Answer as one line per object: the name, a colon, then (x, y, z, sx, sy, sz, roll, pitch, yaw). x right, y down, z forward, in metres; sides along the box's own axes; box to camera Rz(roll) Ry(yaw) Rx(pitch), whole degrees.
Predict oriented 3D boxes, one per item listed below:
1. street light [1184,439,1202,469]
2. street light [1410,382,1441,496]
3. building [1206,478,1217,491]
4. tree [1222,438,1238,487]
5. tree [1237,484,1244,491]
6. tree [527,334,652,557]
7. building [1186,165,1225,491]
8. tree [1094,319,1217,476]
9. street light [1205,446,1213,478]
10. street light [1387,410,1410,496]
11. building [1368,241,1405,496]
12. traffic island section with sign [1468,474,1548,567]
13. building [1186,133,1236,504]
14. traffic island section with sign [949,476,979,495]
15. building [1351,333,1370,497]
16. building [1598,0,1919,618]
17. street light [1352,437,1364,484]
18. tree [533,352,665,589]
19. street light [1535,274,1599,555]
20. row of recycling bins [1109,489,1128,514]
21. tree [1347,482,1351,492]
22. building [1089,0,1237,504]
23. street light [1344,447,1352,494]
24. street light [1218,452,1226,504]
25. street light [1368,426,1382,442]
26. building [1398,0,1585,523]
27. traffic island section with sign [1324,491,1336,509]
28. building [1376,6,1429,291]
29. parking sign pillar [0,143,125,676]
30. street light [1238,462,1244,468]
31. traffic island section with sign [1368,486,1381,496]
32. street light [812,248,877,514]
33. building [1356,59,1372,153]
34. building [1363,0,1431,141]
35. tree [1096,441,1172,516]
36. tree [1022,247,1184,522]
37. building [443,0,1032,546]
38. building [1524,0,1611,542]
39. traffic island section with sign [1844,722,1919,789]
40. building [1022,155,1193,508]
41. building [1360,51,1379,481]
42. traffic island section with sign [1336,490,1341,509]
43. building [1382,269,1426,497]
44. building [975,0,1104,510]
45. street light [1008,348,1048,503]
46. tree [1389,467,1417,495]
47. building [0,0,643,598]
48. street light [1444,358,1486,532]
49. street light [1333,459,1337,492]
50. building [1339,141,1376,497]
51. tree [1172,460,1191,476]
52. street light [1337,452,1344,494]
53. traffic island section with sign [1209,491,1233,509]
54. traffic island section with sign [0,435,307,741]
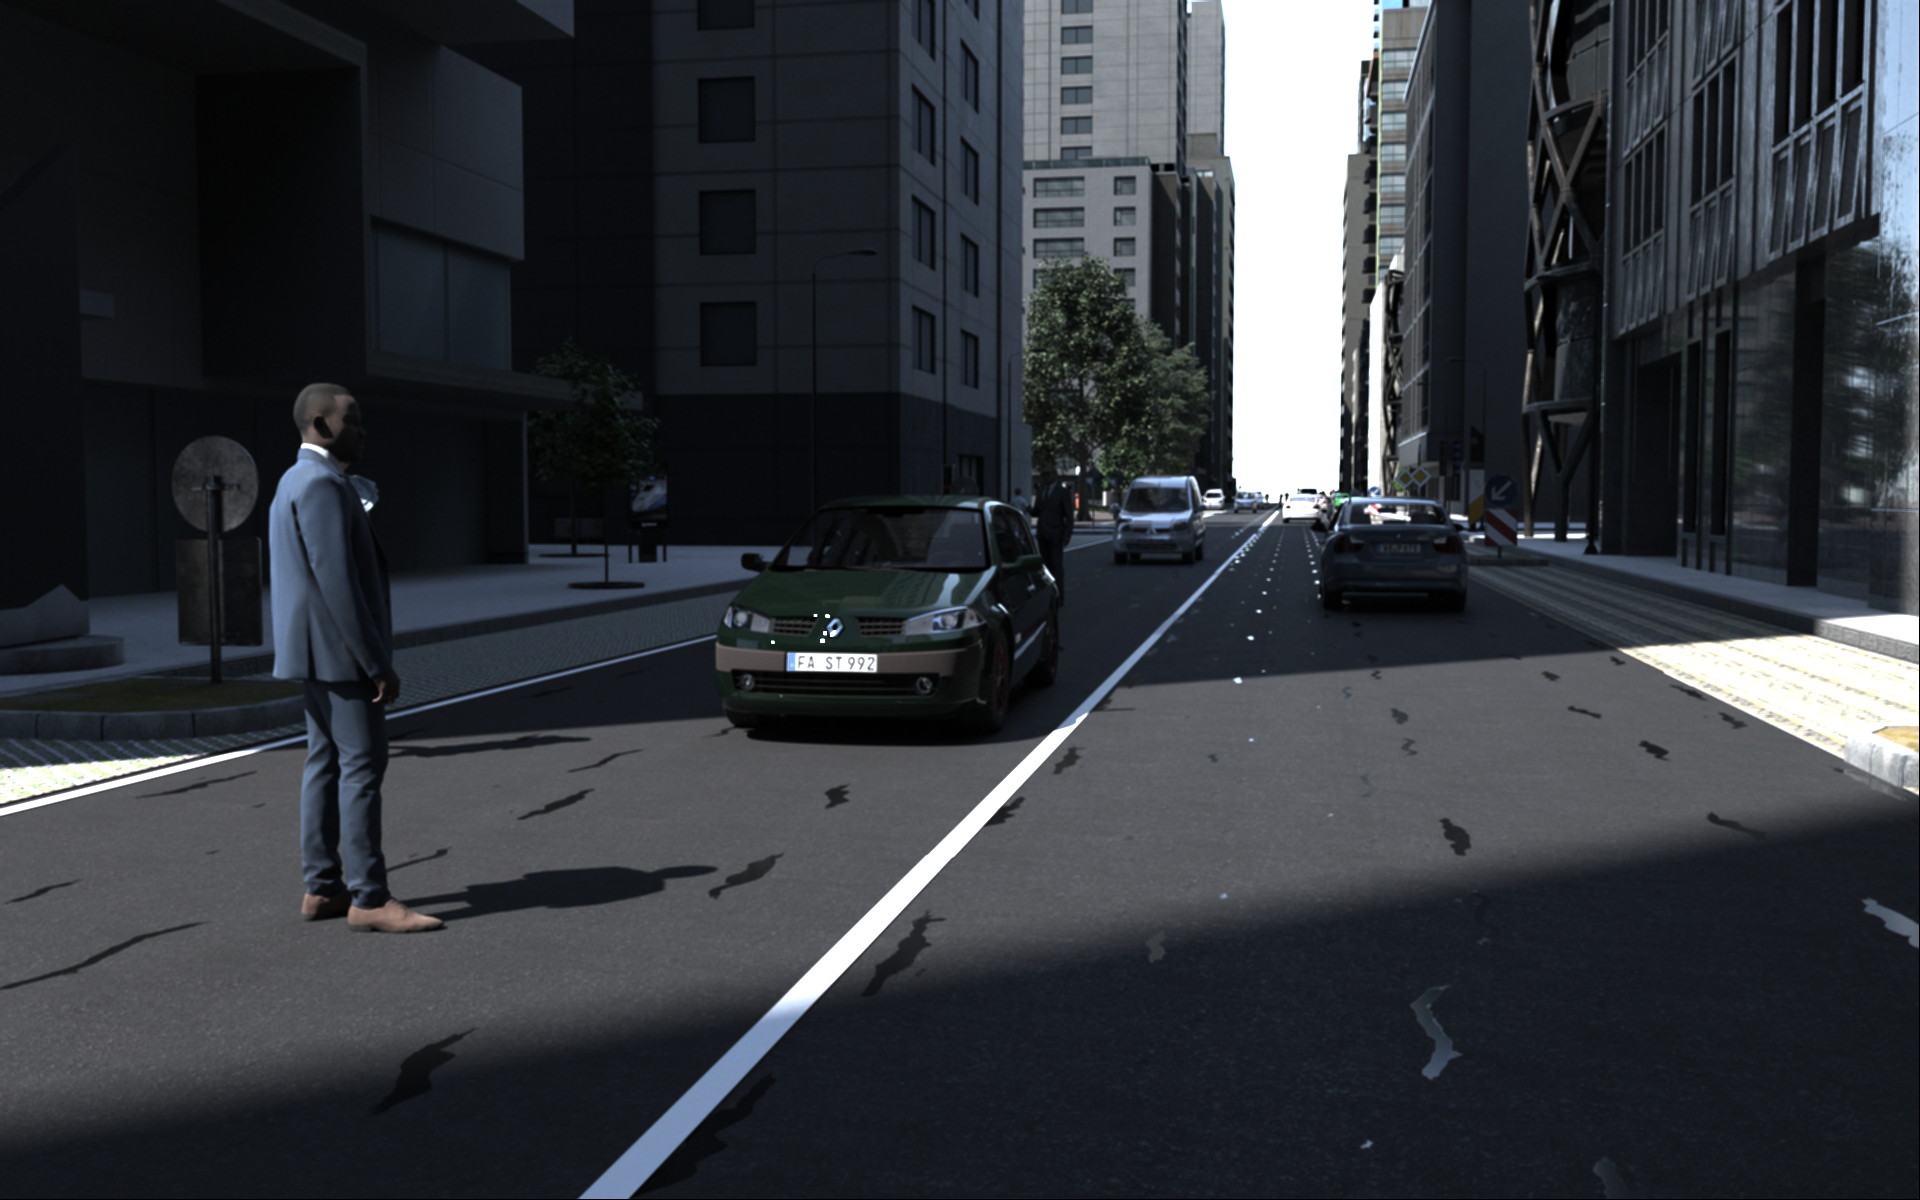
street light: (19.384, -10.554, 145.095, 1.470, 5.913, 1.316, 1, 4, 11)
street light: (19.636, -6.081, 71.965, 1.470, 5.913, 1.316, 1, 4, 11)
building: (12.311, -30.643, 192.900, 32.217, 40.220, 23.993, 1, 4, 11)
tree: (32.963, -16.458, 219.455, 4.360, 8.622, 3.978, 0, 3, 0)
tree: (48.519, -18.712, 300.537, 1.663, 3.219, 1.824, 0, 3, 0)
tree: (-7.889, -3.176, 35.647, 4.285, 4.588, 4.351, 0, 3, 0)
building: (24.622, -32.214, 210.285, 14.154, 41.232, 14.086, 1, 4, 11)
tree: (13.970, -13.353, 124.982, 9.857, 13.997, 8.962, 0, 3, 0)
street light: (23.905, -11.968, 168.209, 1.470, 5.913, 1.316, 1, 4, 11)
street light: (24.327, -7.529, 95.642, 1.470, 5.913, 1.316, 1, 4, 11)
building: (36.711, -16.906, 131.160, 10.420, 20.320, 16.860, 1, 4, 11)
traffic island section with sign: (10.765, -1.620, 35.119, 1.989, 1.847, 2.006, 1, 4, 11)
building: (26.477, -37.539, 237.463, 21.300, 48.544, 21.600, 1, 4, 11)
traffic island section with sign: (0.046, -1.762, 37.433, 1.989, 1.847, 2.006, 1, 4, 11)
building: (59.343, -21.549, 197.362, 27.650, 21.520, 28.899, 1, 4, 11)
building: (17.592, -12.672, 25.211, 12.078, 24.808, 19.932, 1, 4, 11)
street light: (34.395, -10.703, 147.538, 1.470, 5.913, 1.316, 1, 4, 11)
tree: (-4.788, -1.775, 23.619, 1.663, 3.219, 1.824, 0, 3, 0)
street light: (12.863, -3.923, 36.683, 1.470, 5.913, 1.316, 1, 4, 11)
row of recycling bins: (11.343, -6.430, 112.238, 3.534, 1.692, 1.069, 2, 4, 26)
tree: (50.939, -14.008, 223.631, 1.663, 3.219, 1.824, 0, 3, 0)
building: (31.026, -50.133, 257.928, 20.563, 71.187, 20.611, 1, 4, 11)
street light: (38.758, -12.077, 170.004, 1.470, 5.913, 1.316, 1, 4, 11)
street light: (28.239, -13.342, 190.680, 1.470, 5.913, 1.316, 1, 4, 11)
street light: (28.667, -8.905, 118.132, 1.470, 5.913, 1.316, 1, 4, 11)
building: (30.570, -18.046, 88.563, 14.314, 27.812, 24.014, 1, 4, 11)
traffic island section with sign: (41.128, -11.225, 192.159, 1.989, 1.847, 2.006, 1, 4, 11)
building: (42.867, -28.449, 148.741, 14.154, 41.232, 14.086, 1, 4, 11)
parking sign pillar: (-7.019, -1.487, 12.779, 1.447, 3.967, 1.447, 0, 4, 2)
street light: (43.922, -18.289, 271.557, 1.470, 5.913, 1.316, 1, 4, 11)
traffic island section with sign: (21.376, -4.973, 89.931, 1.989, 1.847, 2.006, 1, 4, 11)
street light: (-2.254, -3.698, 33.007, 1.470, 5.913, 1.316, 1, 4, 11)
building: (73.054, -51.684, 283.278, 20.563, 71.187, 20.611, 1, 4, 11)
building: (68.944, -57.780, 257.369, 22.319, 86.520, 31.000, 1, 4, 11)
tree: (9.710, -7.346, 103.818, 4.285, 4.588, 4.351, 0, 3, 0)
tree: (5.671, -10.022, 80.862, 9.611, 12.733, 9.660, 0, 3, 0)
building: (-9.492, -37.521, 51.715, 20.611, 71.187, 20.563, 1, 4, 11)
building: (24.534, -11.068, 48.421, 16.820, 18.784, 16.811, 1, 4, 11)
traffic island section with sign: (5.647, -0.001, 8.652, 1.989, 1.847, 2.006, 1, 4, 11)
building: (12.872, -23.244, 151.742, 14.160, 30.474, 14.107, 1, 4, 11)
building: (50.778, -31.457, 168.941, 22.147, 44.769, 28.867, 1, 4, 11)
traffic island section with sign: (26.479, -6.592, 116.401, 1.989, 1.847, 2.006, 1, 4, 11)
building: (36.502, -15.088, 114.133, 16.820, 18.784, 16.811, 1, 4, 11)
building: (13.674, -44.646, 168.208, 20.563, 71.187, 20.611, 1, 4, 11)
street light: (2.112, -5.072, 55.472, 1.470, 5.913, 1.316, 1, 4, 11)
tree: (27.052, -6.791, 105.638, 1.663, 3.219, 1.824, 0, 3, 0)
building: (-21.418, -26.280, 18.912, 28.713, 52.752, 27.495, 1, 4, 11)
street light: (17.315, -5.296, 59.132, 1.470, 5.913, 1.316, 1, 4, 11)
street light: (47.629, -14.887, 215.941, 1.470, 5.913, 1.316, 1, 4, 11)
building: (62.280, -37.226, 232.341, 21.300, 48.544, 21.600, 1, 4, 11)
tree: (16.705, -9.429, 137.884, 4.285, 4.588, 4.351, 0, 3, 0)
street light: (43.004, -13.453, 192.492, 1.470, 5.913, 1.316, 1, 4, 11)
traffic island section with sign: (24.925, -9.635, 166.165, 1.989, 1.847, 2.006, 1, 4, 11)
traffic island section with sign: (-5.071, -0.143, 10.966, 1.989, 1.847, 2.006, 1, 4, 11)
